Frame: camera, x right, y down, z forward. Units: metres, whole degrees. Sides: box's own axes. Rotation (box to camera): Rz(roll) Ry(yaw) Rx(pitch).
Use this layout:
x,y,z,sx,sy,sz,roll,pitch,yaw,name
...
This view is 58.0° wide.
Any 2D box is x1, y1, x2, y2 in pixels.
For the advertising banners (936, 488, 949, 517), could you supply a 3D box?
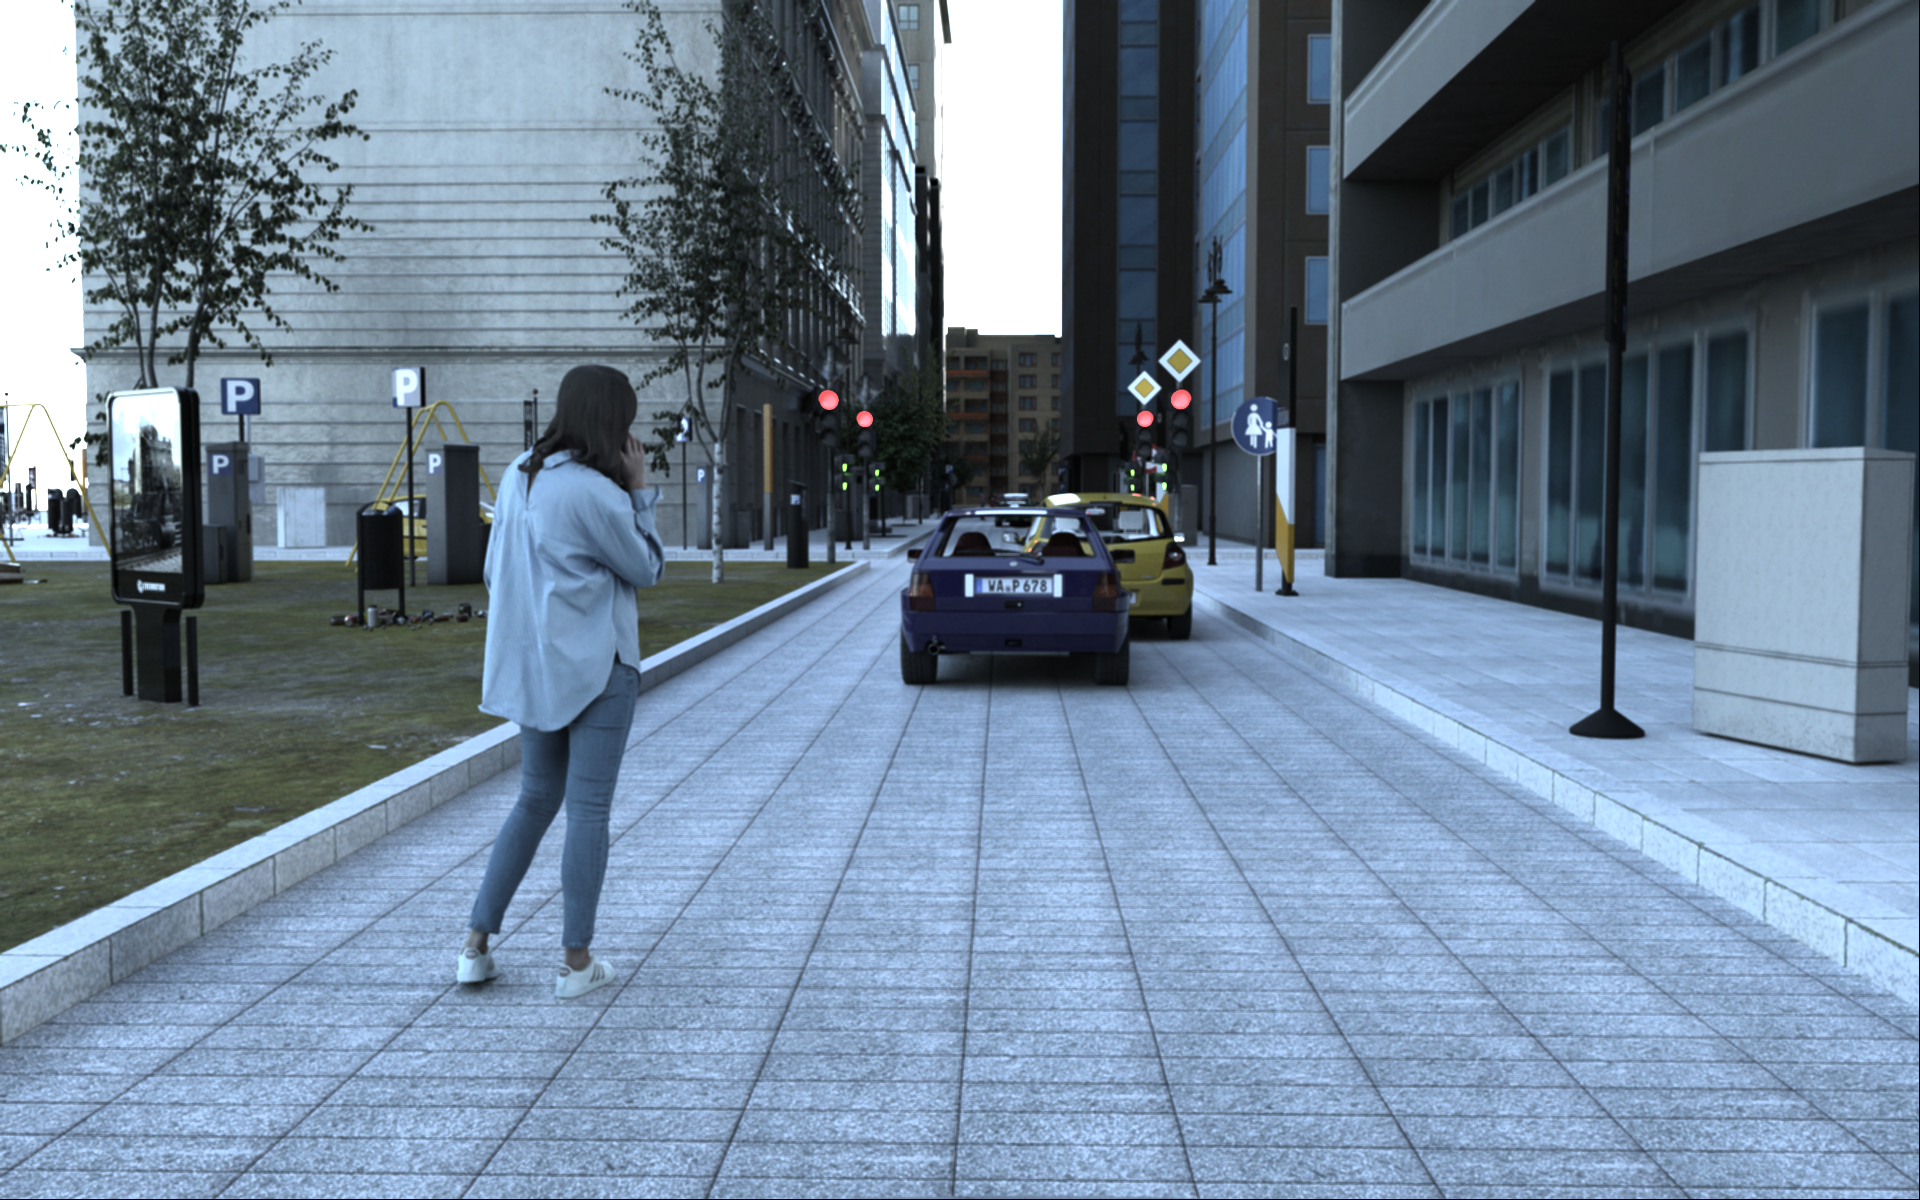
x,y,z,sx,sy,sz,roll,pitch,yaw,name
-1.012,-6.294,99.095,0.090,3.025,2.074,1,4,21,advertising banners

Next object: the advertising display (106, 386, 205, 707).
x,y,z,sx,sy,sz,roll,pitch,yaw,name
-4.974,-0.336,10.709,0.974,1.923,0.123,3,5,40,advertising display

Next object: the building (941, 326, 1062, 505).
x,y,z,sx,sy,sz,roll,pitch,yaw,name
0.491,-22.552,213.758,28.899,21.520,27.650,0,4,2,building

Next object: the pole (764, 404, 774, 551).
x,y,z,sx,sy,sz,roll,pitch,yaw,name
-4.343,-2.779,39.279,0.158,3.312,0.155,0,3,0,pole

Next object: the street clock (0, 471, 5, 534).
x,y,z,sx,sy,sz,roll,pitch,yaw,name
-30.662,-3.100,55.258,0.471,2.002,0.358,3,4,38,street clock

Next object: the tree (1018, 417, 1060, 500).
x,y,z,sx,sy,sz,roll,pitch,yaw,name
7.746,-13.167,165.639,4.737,8.622,4.395,0,3,0,tree

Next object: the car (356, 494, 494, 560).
x,y,z,sx,sy,sz,roll,pitch,yaw,name
-10.365,-1.565,35.814,3.980,1.641,2.015,0,4,3,car

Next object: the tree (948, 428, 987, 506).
x,y,z,sx,sy,sz,roll,pitch,yaw,name
0.755,-14.794,192.250,4.360,8.622,3.978,0,3,0,tree

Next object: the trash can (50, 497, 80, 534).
x,y,z,sx,sy,sz,roll,pitch,yaw,name
-28.928,-2.702,55.828,0.748,1.137,0.748,0,3,0,trash can

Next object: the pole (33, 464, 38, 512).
x,y,z,sx,sy,sz,roll,pitch,yaw,name
-62.330,-7.520,116.794,0.158,3.312,0.155,0,3,0,pole

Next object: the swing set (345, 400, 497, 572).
x,y,z,sx,sy,sz,roll,pitch,yaw,name
-9.209,-2.001,30.332,2.862,2.851,3.119,-1,4,-22,swing set

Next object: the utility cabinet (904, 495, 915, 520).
x,y,z,sx,sy,sz,roll,pitch,yaw,name
-2.606,-4.595,86.295,0.306,1.237,1.020,-1,4,-12,utility cabinet

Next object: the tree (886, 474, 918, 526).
x,y,z,sx,sy,sz,roll,pitch,yaw,name
-2.405,-4.596,69.752,1.663,3.219,1.824,0,3,0,tree

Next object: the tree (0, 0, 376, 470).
x,y,z,sx,sy,sz,roll,pitch,yaw,name
-9.147,-4.280,20.338,4.360,8.622,3.978,0,3,0,tree

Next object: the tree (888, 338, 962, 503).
x,y,z,sx,sy,sz,roll,pitch,yaw,name
-1.894,-8.066,82.243,4.737,8.622,4.395,0,3,0,tree

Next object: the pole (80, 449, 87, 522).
x,y,z,sx,sy,sz,roll,pitch,yaw,name
-39.584,-5.162,78.234,0.158,3.312,0.155,0,3,0,pole

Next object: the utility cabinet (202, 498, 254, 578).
x,y,z,sx,sy,sz,roll,pitch,yaw,name
-11.375,-0.937,26.478,1.020,1.237,0.306,0,4,-4,utility cabinet

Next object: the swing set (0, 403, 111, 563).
x,y,z,sx,sy,sz,roll,pitch,yaw,name
-17.133,-2.006,30.415,3.119,2.851,2.862,2,4,27,swing set

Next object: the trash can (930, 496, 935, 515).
x,y,z,sx,sy,sz,roll,pitch,yaw,name
-1.954,-5.869,107.609,0.748,1.137,0.748,0,3,0,trash can

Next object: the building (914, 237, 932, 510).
x,y,z,sx,sy,sz,roll,pitch,yaw,name
-16.530,-17.439,130.170,27.650,21.520,28.899,0,4,2,building

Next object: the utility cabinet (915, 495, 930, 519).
x,y,z,sx,sy,sz,roll,pitch,yaw,name
-2.100,-4.849,90.443,1.020,1.237,0.306,2,4,26,utility cabinet

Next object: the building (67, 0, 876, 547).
x,y,z,sx,sy,sz,roll,pitch,yaw,name
-13.007,-17.523,62.917,17.030,29.872,44.131,0,4,2,building

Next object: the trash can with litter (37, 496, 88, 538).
x,y,z,sx,sy,sz,roll,pitch,yaw,name
-26.573,-2.470,51.437,2.233,1.210,1.678,3,5,44,trash can with litter

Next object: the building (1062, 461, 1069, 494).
x,y,z,sx,sy,sz,roll,pitch,yaw,name
17.530,-47.975,97.059,22.319,86.520,31.000,0,4,2,building

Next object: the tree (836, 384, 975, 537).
x,y,z,sx,sy,sz,roll,pitch,yaw,name
-2.267,-4.170,51.890,4.285,4.588,4.351,0,3,0,tree

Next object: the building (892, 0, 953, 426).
x,y,z,sx,sy,sz,roll,pitch,yaw,name
-14.894,-35.776,174.180,27.495,52.752,28.713,0,4,2,building

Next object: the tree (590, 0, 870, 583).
x,y,z,sx,sy,sz,roll,pitch,yaw,name
-3.441,-4.566,25.013,4.360,8.622,3.978,0,3,0,tree

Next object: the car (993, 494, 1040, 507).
x,y,z,sx,sy,sz,roll,pitch,yaw,name
2.515,-4.006,77.303,2.131,1.459,4.920,0,4,3,car

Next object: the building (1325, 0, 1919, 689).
x,y,z,sx,sy,sz,roll,pitch,yaw,name
16.110,-23.935,15.040,21.300,48.544,21.600,0,4,2,building

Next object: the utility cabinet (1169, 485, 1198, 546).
x,y,z,sx,sy,sz,roll,pitch,yaw,name
5.330,-2.051,42.213,0.318,1.500,1.173,3,5,44,utility cabinet

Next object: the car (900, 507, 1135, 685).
x,y,z,sx,sy,sz,roll,pitch,yaw,name
0.492,-0.108,14.348,1.945,1.354,3.894,0,4,3,car

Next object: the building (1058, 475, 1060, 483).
x,y,z,sx,sy,sz,roll,pitch,yaw,name
20.716,-45.172,176.817,20.563,71.187,20.611,0,4,2,building

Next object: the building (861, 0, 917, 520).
x,y,z,sx,sy,sz,roll,pitch,yaw,name
-8.784,-19.708,99.721,11.434,29.767,29.804,0,4,2,building

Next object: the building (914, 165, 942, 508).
x,y,z,sx,sy,sz,roll,pitch,yaw,name
-8.885,-23.260,152.004,14.160,30.474,14.107,0,4,2,building

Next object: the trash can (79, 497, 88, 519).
x,y,z,sx,sy,sz,roll,pitch,yaw,name
-46.179,-4.860,91.115,0.748,1.137,0.748,0,3,0,trash can

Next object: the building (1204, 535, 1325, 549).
x,y,z,sx,sy,sz,roll,pitch,yaw,name
14.092,-24.183,45.506,14.200,45.320,14.600,0,4,2,building

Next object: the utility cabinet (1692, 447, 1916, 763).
x,y,z,sx,sy,sz,roll,pitch,yaw,name
4.212,-0.001,8.698,0.318,1.500,1.173,-1,4,-14,utility cabinet

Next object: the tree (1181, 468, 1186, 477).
x,y,z,sx,sy,sz,roll,pitch,yaw,name
6.389,-3.715,55.349,1.663,3.219,1.824,0,3,0,tree

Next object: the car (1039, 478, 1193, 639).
x,y,z,sx,sy,sz,roll,pitch,yaw,name
1.463,-0.508,18.535,2.015,1.641,3.980,0,4,1,car

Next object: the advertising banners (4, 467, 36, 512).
x,y,z,sx,sy,sz,roll,pitch,yaw,name
-59.832,-6.972,110.184,0.090,3.025,2.074,3,5,44,advertising banners

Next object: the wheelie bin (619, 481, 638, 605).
x,y,z,sx,sy,sz,roll,pitch,yaw,name
-3.500,-0.567,17.182,0.693,1.594,0.980,0,4,4,wheelie bin

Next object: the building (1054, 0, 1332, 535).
x,y,z,sx,sy,sz,roll,pitch,yaw,name
10.984,-25.396,65.329,14.600,45.320,14.200,0,4,2,building

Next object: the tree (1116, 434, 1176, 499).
x,y,z,sx,sy,sz,roll,pitch,yaw,name
5.690,-3.571,52.993,1.663,3.219,1.824,0,3,0,tree

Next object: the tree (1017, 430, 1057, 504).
x,y,z,sx,sy,sz,roll,pitch,yaw,name
8.744,-14.800,192.336,4.360,8.622,3.978,0,3,0,tree

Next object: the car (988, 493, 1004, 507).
x,y,z,sx,sy,sz,roll,pitch,yaw,name
3.442,-8.428,146.836,2.155,1.783,4.494,0,3,0,car

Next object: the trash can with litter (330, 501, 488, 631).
x,y,z,sx,sy,sz,roll,pitch,yaw,name
-5.427,-0.387,17.387,1.678,1.210,2.233,2,4,31,trash can with litter
